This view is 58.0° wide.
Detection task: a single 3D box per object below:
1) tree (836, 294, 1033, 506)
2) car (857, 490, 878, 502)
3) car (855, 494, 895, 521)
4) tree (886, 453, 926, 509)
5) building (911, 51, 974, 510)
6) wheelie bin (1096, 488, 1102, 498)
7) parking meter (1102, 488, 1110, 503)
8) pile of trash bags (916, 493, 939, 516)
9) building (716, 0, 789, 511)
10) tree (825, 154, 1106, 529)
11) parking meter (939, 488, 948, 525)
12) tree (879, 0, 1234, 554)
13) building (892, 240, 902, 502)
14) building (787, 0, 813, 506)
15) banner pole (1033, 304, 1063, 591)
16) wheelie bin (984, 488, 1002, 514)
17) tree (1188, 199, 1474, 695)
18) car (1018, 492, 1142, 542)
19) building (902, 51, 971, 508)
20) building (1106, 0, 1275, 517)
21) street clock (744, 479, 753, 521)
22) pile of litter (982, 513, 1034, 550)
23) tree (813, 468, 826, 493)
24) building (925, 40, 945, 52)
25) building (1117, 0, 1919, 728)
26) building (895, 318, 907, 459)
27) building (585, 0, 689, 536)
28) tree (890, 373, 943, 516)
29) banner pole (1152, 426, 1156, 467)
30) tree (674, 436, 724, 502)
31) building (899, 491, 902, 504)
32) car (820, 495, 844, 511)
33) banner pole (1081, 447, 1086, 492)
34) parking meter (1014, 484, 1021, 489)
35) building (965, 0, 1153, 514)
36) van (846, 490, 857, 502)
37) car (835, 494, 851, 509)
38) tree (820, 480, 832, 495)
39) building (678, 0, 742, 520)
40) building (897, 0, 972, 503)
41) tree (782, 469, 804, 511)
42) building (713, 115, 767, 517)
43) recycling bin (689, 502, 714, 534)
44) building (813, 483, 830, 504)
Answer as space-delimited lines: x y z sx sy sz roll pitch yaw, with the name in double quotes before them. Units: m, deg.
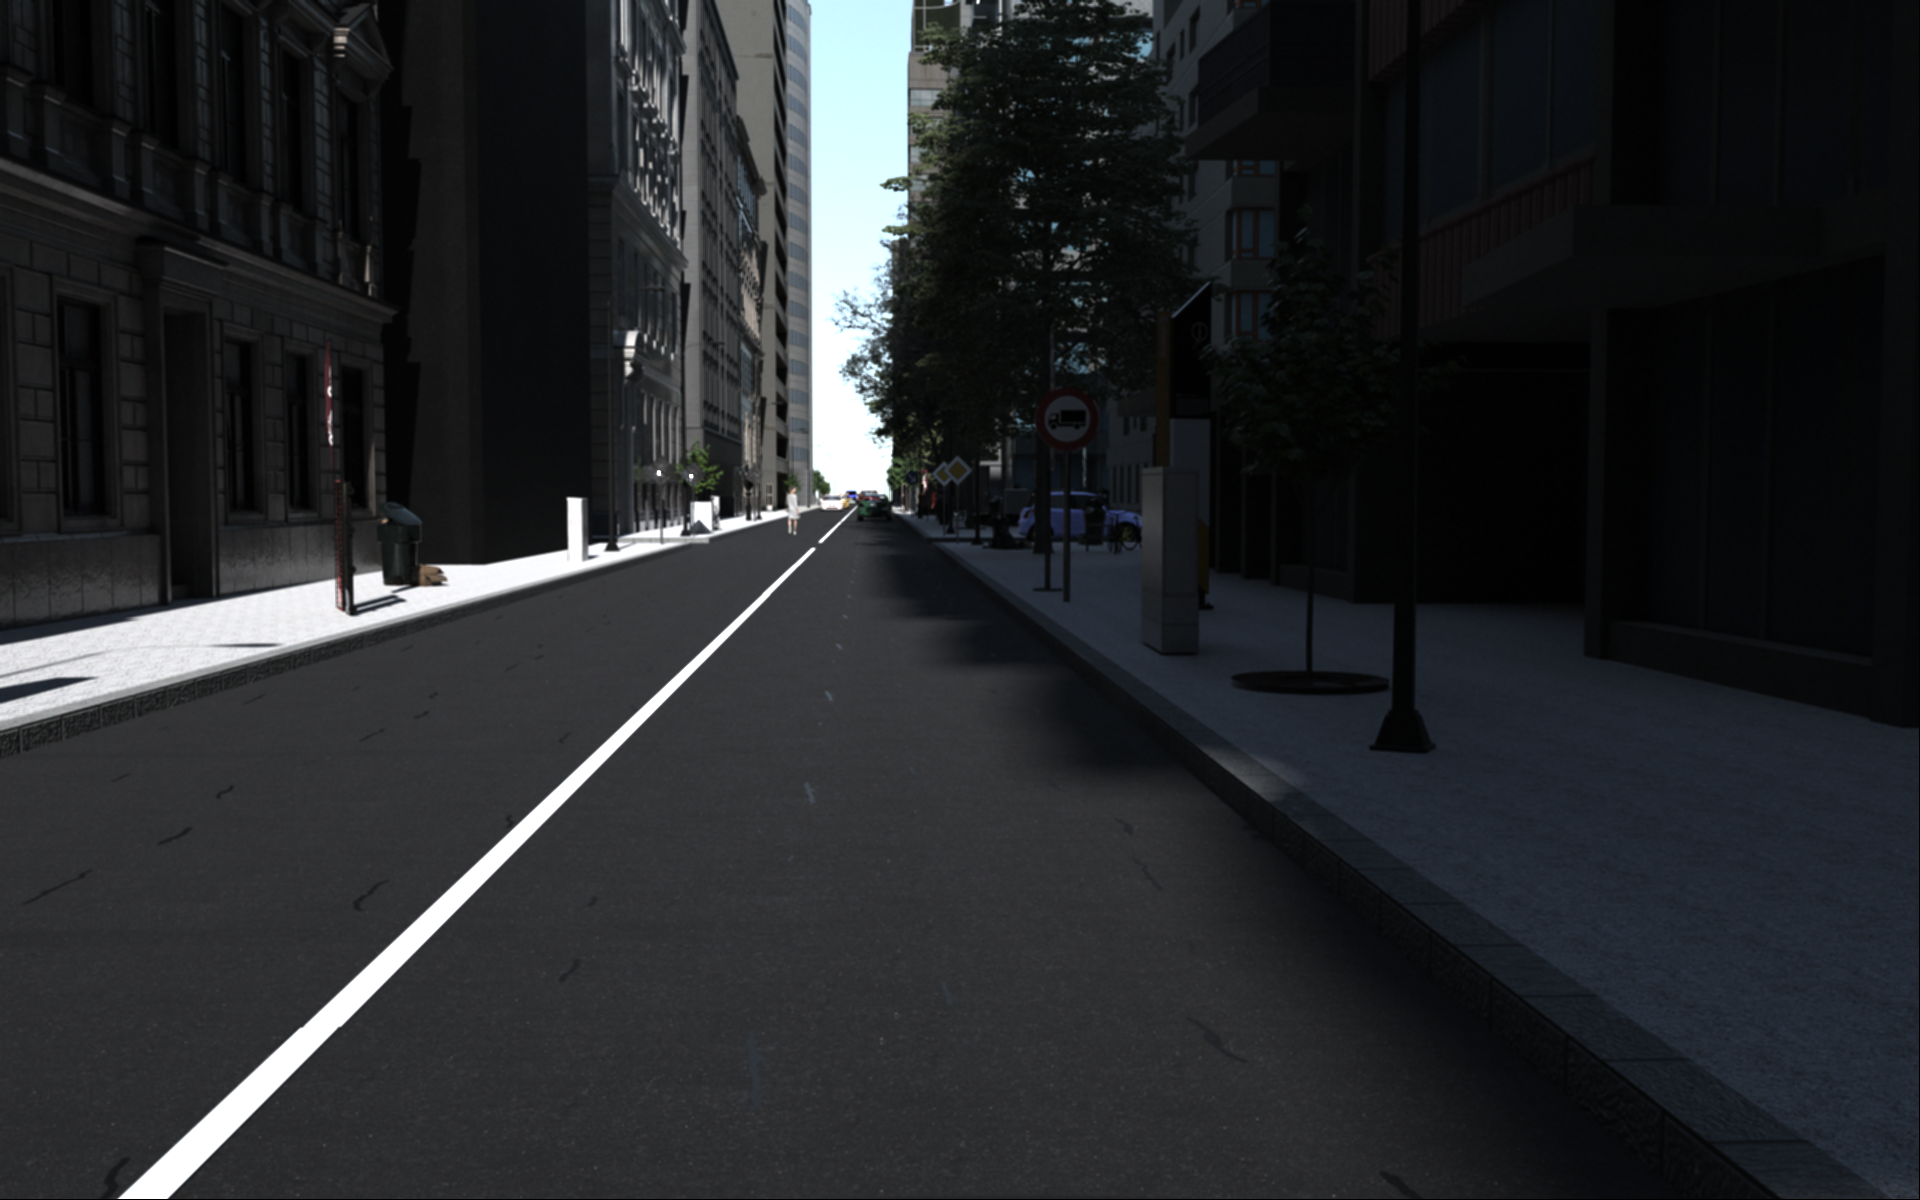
"tree" -0.857 -8.609 75.161 8.767 10.594 7.601 -1 4 -19
"car" -8.382 -9.236 159.685 2.281 1.827 5.304 0 4 -1
"car" -4.577 -4.973 93.112 2.131 1.459 4.920 0 4 -1
"tree" -3.951 -8.954 130.119 4.285 4.588 4.351 0 3 0
"building" 12.112 -27.740 145.424 32.217 40.220 23.993 0 4 -3
"wheelie bin" 7.362 -4.995 89.574 0.693 1.594 0.980 0 4 0
"parking meter" 6.477 -4.191 76.935 0.372 1.533 0.369 0 3 0
"pile of trash bags" -1.841 -5.819 104.899 1.912 1.369 3.447 1 4 17
"building" -24.753 -31.364 136.502 21.300 48.544 21.600 0 4 -3
"tree" 0.231 -9.343 63.121 12.009 13.543 11.850 0 3 0
"parking meter" -0.671 -3.910 72.346 0.372 1.533 0.369 0 3 0
"tree" 2.000 -7.259 36.805 7.486 12.596 7.792 0 3 0
"building" -3.907 -36.443 279.441 14.154 41.232 14.086 0 4 -3
"building" -26.824 -39.341 185.218 21.231 58.520 28.212 0 4 -3
"banner pole" 1.181 -1.997 22.675 0.401 3.779 0.863 0 4 -4
"wheelie bin" 1.715 -5.096 91.229 0.980 1.594 0.693 -2 4 -24
"tree" 2.261 -1.039 11.591 1.663 3.219 1.824 0 3 0
"car" 3.506 -2.434 49.390 3.694 1.707 1.945 0 4 -3
"building" 2.032 -29.400 164.292 14.154 41.232 14.086 0 4 -3
"building" 21.951 -13.576 67.001 28.899 21.520 27.650 0 4 -3
"street clock" -10.222 -4.840 83.711 0.358 2.002 0.471 2 4 25
"pile of litter" 1.146 -1.637 40.738 1.176 0.858 1.719 -1 4 -14
"tree" -17.412 -13.464 203.855 4.285 4.588 4.351 0 3 0
"building" 5.967 -34.673 186.517 23.786 49.044 30.456 0 4 -3
"building" 14.332 -22.158 16.916 22.147 44.769 28.867 0 4 -3
"building" -2.915 -30.188 265.267 14.160 30.474 14.107 0 4 -3
"building" -17.256 -16.875 61.817 13.634 28.700 20.117 0 4 -3
"tree" -2.605 -9.255 101.674 4.737 8.622 4.395 0 3 0
"banner pole" 7.115 -4.488 63.396 0.401 3.779 0.863 1 4 18
"tree" -8.682 -3.878 58.001 1.663 3.219 1.824 0 3 0
"building" 8.176 -32.657 225.819 32.217 40.220 23.993 0 4 -3
"car" -10.834 -8.193 146.320 2.083 1.381 4.827 0 4 -5
"banner pole" 5.804 -5.598 81.549 0.401 3.779 0.863 1 4 22
"parking meter" 3.162 -5.500 95.641 0.255 1.863 0.399 2 4 32
"building" 11.853 -30.139 112.374 23.786 49.044 30.456 0 4 -3
"van" -17.662 -16.922 281.065 2.240 2.365 5.245 0 4 -4
"car" -11.702 -9.751 169.653 2.015 1.641 3.980 0 4 -3
"tree" -18.033 -14.597 233.263 1.663 3.219 1.824 0 3 0
"building" -18.618 -17.757 83.829 14.314 27.812 24.014 0 4 -3
"building" 1.299 -49.453 246.807 20.563 71.187 20.611 0 4 -3
"tree" -12.679 -8.391 131.789 1.663 3.219 1.824 0 3 0
"building" -19.083 -19.093 109.435 12.463 27.353 25.104 0 4 -3
"recycling bin" -8.338 -2.649 55.860 0.722 1.027 0.722 0 4 -4
"building" -36.662 -35.356 269.950 32.217 40.220 23.993 0 4 -3
